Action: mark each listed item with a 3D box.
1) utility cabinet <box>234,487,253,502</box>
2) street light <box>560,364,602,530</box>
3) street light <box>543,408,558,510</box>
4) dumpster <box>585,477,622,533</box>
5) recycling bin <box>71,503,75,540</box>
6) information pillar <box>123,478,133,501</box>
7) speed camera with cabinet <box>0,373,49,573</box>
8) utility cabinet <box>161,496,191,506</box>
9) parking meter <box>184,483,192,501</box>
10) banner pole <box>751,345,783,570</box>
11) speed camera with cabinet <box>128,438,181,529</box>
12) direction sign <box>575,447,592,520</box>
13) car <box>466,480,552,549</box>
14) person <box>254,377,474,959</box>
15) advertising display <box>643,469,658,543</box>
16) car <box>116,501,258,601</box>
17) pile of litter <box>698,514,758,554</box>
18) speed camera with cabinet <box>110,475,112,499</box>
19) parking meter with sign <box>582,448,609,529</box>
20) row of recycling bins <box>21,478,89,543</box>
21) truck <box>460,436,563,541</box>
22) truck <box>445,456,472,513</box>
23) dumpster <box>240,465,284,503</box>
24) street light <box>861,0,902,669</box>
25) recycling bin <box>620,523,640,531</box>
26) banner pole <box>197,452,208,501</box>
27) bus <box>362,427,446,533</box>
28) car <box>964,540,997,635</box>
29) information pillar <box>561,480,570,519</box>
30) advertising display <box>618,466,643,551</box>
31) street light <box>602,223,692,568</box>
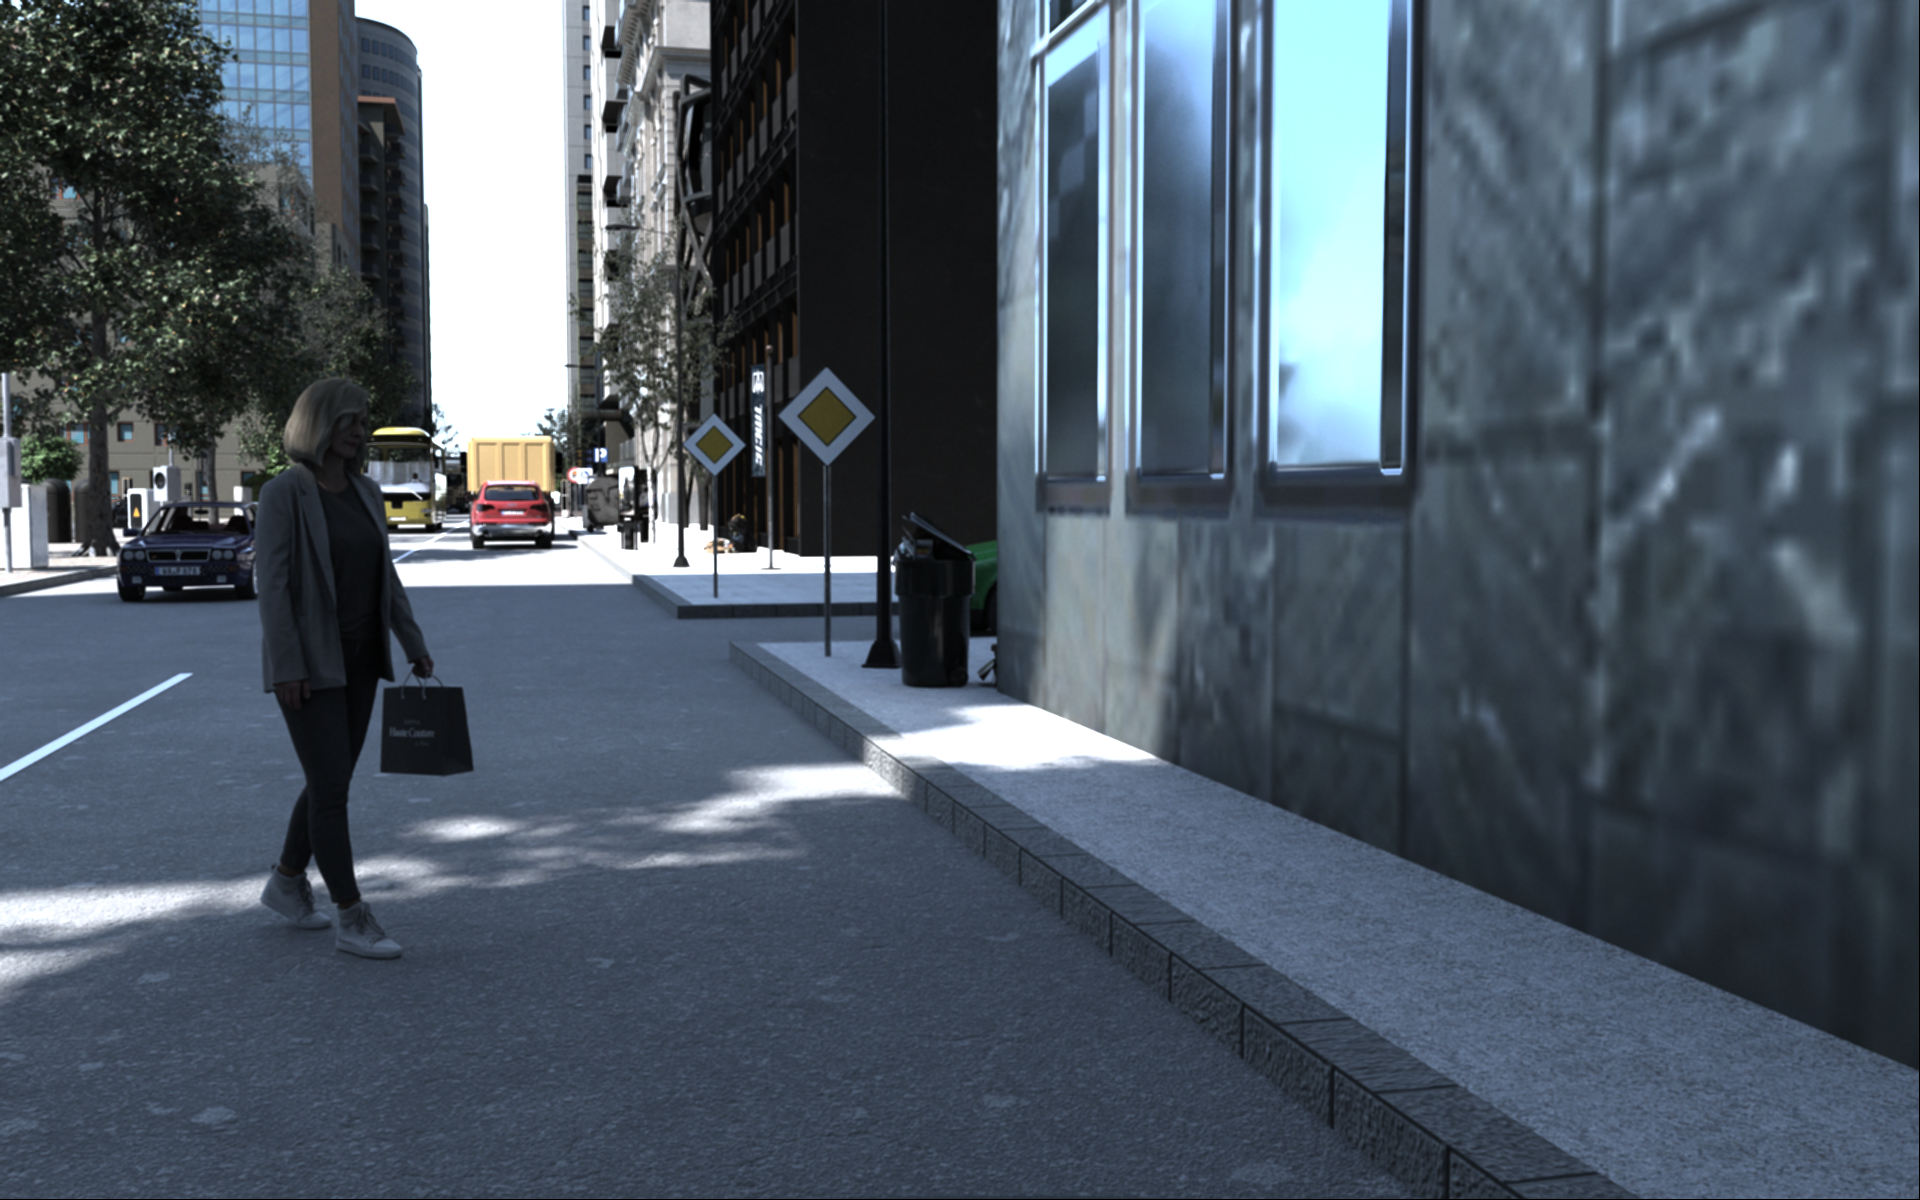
[{"bbox_3d":[-21.572,-2.661,52.187,0.318,1.500,1.173,-2,4,-34],"label":"utility cabinet"},{"bbox_3d":[-13.481,-5.476,62.075,1.470,5.913,1.316,-1,4,-14],"label":"street light"},{"bbox_3d":[-21.719,-7.437,94.131,1.470,5.913,1.316,-1,4,-14],"label":"street light"},{"bbox_3d":[-11.880,-3.198,58.050,1.264,1.857,1.865,-1,4,-14],"label":"dumpster"},{"bbox_3d":[-25.820,-2.357,51.083,0.722,1.027,0.722,3,5,41],"label":"recycling bin"},{"bbox_3d":[-38.320,-4.605,79.789,0.304,2.012,0.304,0,4,7],"label":"information pillar"},{"bbox_3d":[-15.926,-2.122,29.030,0.660,3.252,2.038,-1,4,-12],"label":"speed camera with cabinet"},{"bbox_3d":[-28.496,-3.167,62.934,1.020,1.237,0.306,-3,5,-42],"label":"utility cabinet"},{"bbox_3d":[-39.138,-5.025,87.867,0.255,1.863,0.399,0,4,-4],"label":"parking meter"},{"bbox_3d":[-3.342,-2.411,29.438,0.401,3.779,0.863,-3,4,-36],"label":"banner pole"},{"bbox_3d":[-26.633,-3.846,57.218,2.038,3.252,0.660,2,4,30],"label":"speed camera with cabinet"},{"bbox_3d":[-18.271,-5.639,84.203,0.876,3.537,0.379,-3,4,-37],"label":"direction sign"},{"bbox_3d":[-12.135,-2.327,46.714,2.281,1.827,5.304,-1,4,-16],"label":"car"},{"bbox_3d":[-1.981,0.189,5.593,0.728,1.800,0.709,2,4,29],"label":"person"},{"bbox_3d":[-8.255,-2.459,45.424,0.123,1.923,0.974,2,4,24],"label":"advertising display"},{"bbox_3d":[-10.689,-0.733,24.571,1.945,1.354,3.894,-1,4,-13],"label":"car"},{"bbox_3d":[-5.072,-1.448,37.640,1.176,0.858,1.719,3,4,39],"label":"pile of litter"},{"bbox_3d":[-38.062,-5.002,76.115,0.660,3.252,2.038,0,4,0],"label":"speed camera with cabinet"},{"bbox_3d":[-13.634,-4.180,64.602,0.543,3.016,1.738,0,4,7],"label":"parking meter with sign"},{"bbox_3d":[-24.184,-2.348,45.502,3.534,1.692,1.069,0,4,1],"label":"row of recycling bins"},{"bbox_3d":[-14.628,-3.709,56.560,3.469,3.379,9.791,-1,4,-14],"label":"truck"},{"bbox_3d":[-38.503,-8.686,130.925,2.839,4.237,11.283,-1,4,-12],"label":"truck"},{"bbox_3d":[-23.231,-3.401,58.092,1.502,2.255,1.985,-1,4,-14],"label":"dumpster"},{"bbox_3d":[-1.089,-2.449,12.586,1.470,5.913,1.316,-1,4,-14],"label":"street light"},{"bbox_3d":[-11.293,-2.897,59.919,0.722,1.027,0.722,3,4,38],"label":"recycling bin"},{"bbox_3d":[-31.423,-5.004,71.840,0.401,3.779,0.863,1,4,18],"label":"banner pole"},{"bbox_3d":[-21.483,-4.629,67.226,2.896,3.916,12.252,-1,4,-14],"label":"bus"},{"bbox_3d":[1.690,-0.551,17.807,4.718,1.807,1.959,-1,4,-16],"label":"car"},{"bbox_3d":[-20.206,-5.152,88.731,0.304,2.012,0.304,1,4,11],"label":"information pillar"},{"bbox_3d":[-7.552,-2.097,39.505,0.123,1.923,0.974,-2,4,-33],"label":"advertising display"},{"bbox_3d":[-5.393,-3.511,29.945,1.470,5.913,1.316,-1,4,-14],"label":"street light"}]
